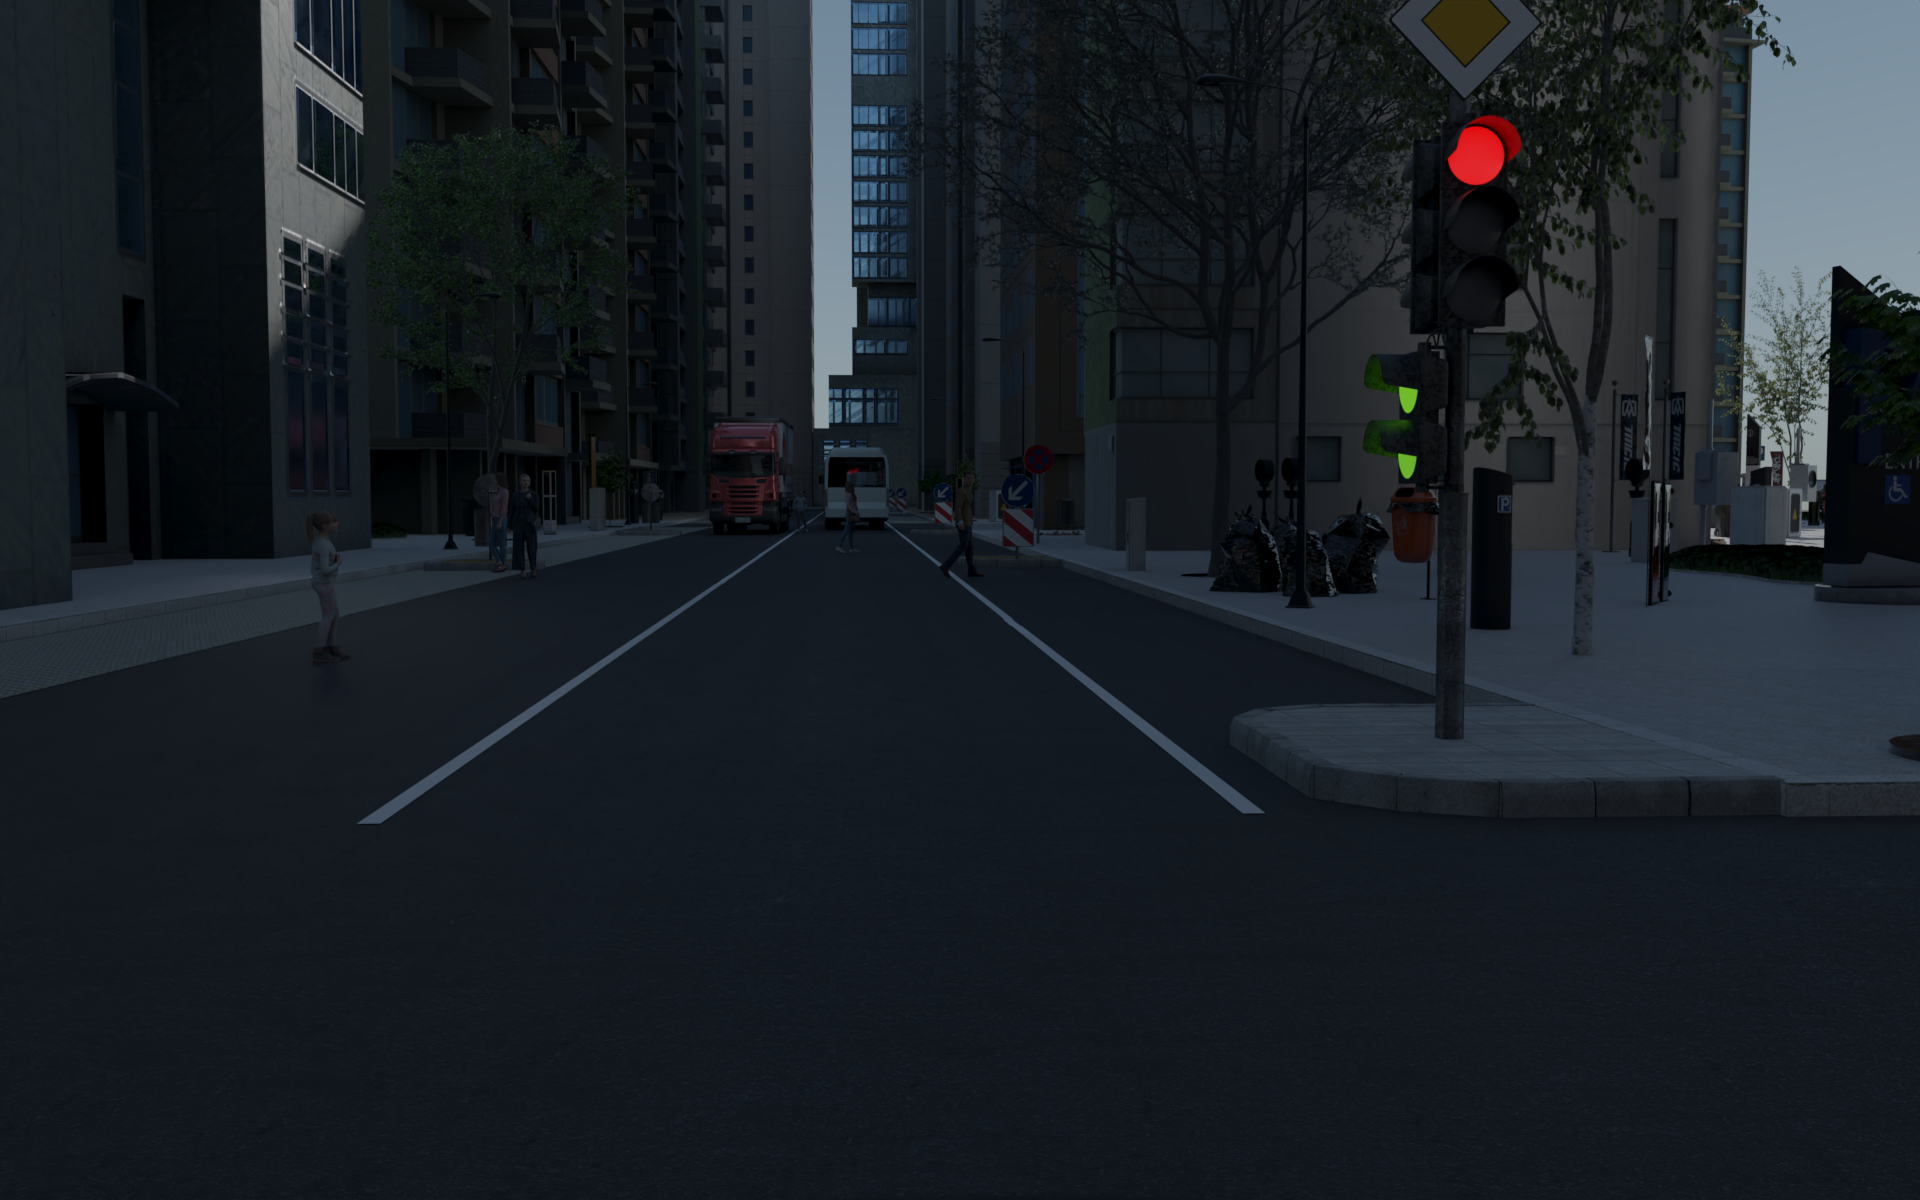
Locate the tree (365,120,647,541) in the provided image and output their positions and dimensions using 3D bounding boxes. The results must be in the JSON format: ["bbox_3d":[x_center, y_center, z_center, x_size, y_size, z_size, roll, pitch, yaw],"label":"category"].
[{"bbox_3d":[-12.741,-7.449,47.544,9.928,11.665,9.643,0,3,0],"label":"tree"}]

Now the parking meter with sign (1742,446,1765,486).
[{"bbox_3d":[28.869,-4.098,63.261,0.543,3.016,1.738,1,4,12],"label":"parking meter with sign"}]

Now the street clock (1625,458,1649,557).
[{"bbox_3d":[13.773,-1.877,35.254,0.358,2.002,0.471,-1,4,-22],"label":"street clock"}]

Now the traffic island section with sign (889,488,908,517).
[{"bbox_3d":[-3.870,-6.244,110.711,1.989,1.847,2.006,0,4,-4],"label":"traffic island section with sign"}]

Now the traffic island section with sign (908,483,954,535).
[{"bbox_3d":[-0.749,-3.247,61.720,1.989,1.847,2.006,0,4,-4],"label":"traffic island section with sign"}]

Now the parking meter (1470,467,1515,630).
[{"bbox_3d":[5.059,-0.493,16.476,0.372,1.533,0.369,0,3,0],"label":"parking meter"}]

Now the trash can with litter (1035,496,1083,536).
[{"bbox_3d":[2.913,-2.628,54.021,2.233,1.210,1.678,0,4,5],"label":"trash can with litter"}]

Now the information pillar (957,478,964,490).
[{"bbox_3d":[0.011,-4.557,79.003,0.304,2.012,0.304,1,4,9],"label":"information pillar"}]

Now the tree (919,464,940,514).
[{"bbox_3d":[-1.525,-7.188,112.125,1.663,3.219,1.824,0,3,0],"label":"tree"}]

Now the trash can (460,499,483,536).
[{"bbox_3d":[-14.810,-2.506,52.634,0.748,1.137,0.748,0,3,0],"label":"trash can"}]

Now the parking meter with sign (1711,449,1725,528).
[{"bbox_3d":[28.751,-4.261,65.931,0.543,3.016,1.738,2,4,27],"label":"parking meter with sign"}]

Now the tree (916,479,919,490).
[{"bbox_3d":[-2.350,-7.664,119.914,1.663,3.219,1.824,0,3,0],"label":"tree"}]

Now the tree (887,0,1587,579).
[{"bbox_3d":[4.158,-7.098,26.427,12.009,13.543,11.850,0,3,0],"label":"tree"}]

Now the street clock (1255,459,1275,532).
[{"bbox_3d":[6.309,-1.917,35.917,0.358,2.002,0.471,-1,4,-17],"label":"street clock"}]

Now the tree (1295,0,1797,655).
[{"bbox_3d":[4.763,-3.874,13.698,4.360,8.622,3.978,0,3,0],"label":"tree"}]

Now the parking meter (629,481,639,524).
[{"bbox_3d":[-14.125,-4.242,75.061,0.255,1.863,0.399,2,4,32],"label":"parking meter"}]

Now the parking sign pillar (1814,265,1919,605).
[{"bbox_3d":[11.003,-1.963,20.568,1.447,3.967,1.447,-1,4,-12],"label":"parking sign pillar"}]

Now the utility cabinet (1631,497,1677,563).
[{"bbox_3d":[12.900,-1.289,32.237,0.306,1.237,1.020,-1,4,-11],"label":"utility cabinet"}]

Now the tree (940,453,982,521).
[{"bbox_3d":[0.181,-5.355,82.149,1.663,3.219,1.824,0,3,0],"label":"tree"}]

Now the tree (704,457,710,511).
[{"bbox_3d":[-18.778,-9.085,132.248,4.285,4.588,4.351,0,3,0],"label":"tree"}]

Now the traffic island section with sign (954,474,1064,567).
[{"bbox_3d":[0.981,-1.599,34.766,1.989,1.847,2.006,0,4,-4],"label":"traffic island section with sign"}]

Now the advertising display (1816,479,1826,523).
[{"bbox_3d":[38.120,-4.341,76.186,0.974,1.923,0.123,1,4,23],"label":"advertising display"}]

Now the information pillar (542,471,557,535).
[{"bbox_3d":[-12.924,-3.060,54.530,0.304,2.012,0.304,1,4,21],"label":"information pillar"}]

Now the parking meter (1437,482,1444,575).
[{"bbox_3d":[7.756,-1.162,27.416,0.372,1.533,0.369,0,3,0],"label":"parking meter"}]

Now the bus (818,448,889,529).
[{"bbox_3d":[-4.641,-4.903,75.031,2.948,3.499,13.247,0,4,-5],"label":"bus"}]

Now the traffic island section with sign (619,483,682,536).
[{"bbox_3d":[-10.749,-3.160,60.299,1.989,1.847,2.006,0,4,-4],"label":"traffic island section with sign"}]

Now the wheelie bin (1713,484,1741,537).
[{"bbox_3d":[23.028,-2.685,51.815,0.980,1.594,0.693,0,4,5],"label":"wheelie bin"}]

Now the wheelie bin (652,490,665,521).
[{"bbox_3d":[-14.583,-4.606,83.222,0.693,1.594,0.980,0,4,7],"label":"wheelie bin"}]

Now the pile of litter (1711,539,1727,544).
[{"bbox_3d":[18.640,-1.810,43.567,1.176,0.858,1.719,1,4,14],"label":"pile of litter"}]

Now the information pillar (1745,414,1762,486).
[{"bbox_3d":[23.056,-3.611,50.389,0.183,3.616,0.504,-1,4,-22],"label":"information pillar"}]

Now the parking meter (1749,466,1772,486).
[{"bbox_3d":[17.048,-1.909,36.917,0.255,1.863,0.399,-2,4,-27],"label":"parking meter"}]

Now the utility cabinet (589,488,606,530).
[{"bbox_3d":[-12.690,-3.176,60.602,0.318,1.500,1.173,0,4,2],"label":"utility cabinet"}]

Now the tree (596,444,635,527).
[{"bbox_3d":[-13.404,-4.423,66.918,1.663,3.219,1.824,0,3,0],"label":"tree"}]

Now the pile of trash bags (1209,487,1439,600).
[{"bbox_3d":[4.781,-0.758,22.143,1.912,1.369,3.447,-2,4,-31],"label":"pile of trash bags"}]

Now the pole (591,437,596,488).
[{"bbox_3d":[-13.045,-4.152,61.728,0.158,3.312,0.155,0,3,0],"label":"pole"}]

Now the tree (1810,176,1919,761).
[{"bbox_3d":[4.998,-0.845,8.412,1.663,3.219,1.824,0,3,0],"label":"tree"}]

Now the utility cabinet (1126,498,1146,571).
[{"bbox_3d":[2.962,-1.108,29.275,0.306,1.237,1.020,0,4,3],"label":"utility cabinet"}]

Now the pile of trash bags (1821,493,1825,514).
[{"bbox_3d":[34.455,-3.443,66.048,1.912,1.369,3.447,-2,4,-28],"label":"pile of trash bags"}]

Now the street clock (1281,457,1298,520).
[{"bbox_3d":[6.562,-1.818,34.289,0.358,2.002,0.471,-1,4,-18],"label":"street clock"}]

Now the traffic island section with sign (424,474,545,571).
[{"bbox_3d":[-9.007,-1.493,33.039,1.989,1.847,2.006,0,4,-4],"label":"traffic island section with sign"}]
